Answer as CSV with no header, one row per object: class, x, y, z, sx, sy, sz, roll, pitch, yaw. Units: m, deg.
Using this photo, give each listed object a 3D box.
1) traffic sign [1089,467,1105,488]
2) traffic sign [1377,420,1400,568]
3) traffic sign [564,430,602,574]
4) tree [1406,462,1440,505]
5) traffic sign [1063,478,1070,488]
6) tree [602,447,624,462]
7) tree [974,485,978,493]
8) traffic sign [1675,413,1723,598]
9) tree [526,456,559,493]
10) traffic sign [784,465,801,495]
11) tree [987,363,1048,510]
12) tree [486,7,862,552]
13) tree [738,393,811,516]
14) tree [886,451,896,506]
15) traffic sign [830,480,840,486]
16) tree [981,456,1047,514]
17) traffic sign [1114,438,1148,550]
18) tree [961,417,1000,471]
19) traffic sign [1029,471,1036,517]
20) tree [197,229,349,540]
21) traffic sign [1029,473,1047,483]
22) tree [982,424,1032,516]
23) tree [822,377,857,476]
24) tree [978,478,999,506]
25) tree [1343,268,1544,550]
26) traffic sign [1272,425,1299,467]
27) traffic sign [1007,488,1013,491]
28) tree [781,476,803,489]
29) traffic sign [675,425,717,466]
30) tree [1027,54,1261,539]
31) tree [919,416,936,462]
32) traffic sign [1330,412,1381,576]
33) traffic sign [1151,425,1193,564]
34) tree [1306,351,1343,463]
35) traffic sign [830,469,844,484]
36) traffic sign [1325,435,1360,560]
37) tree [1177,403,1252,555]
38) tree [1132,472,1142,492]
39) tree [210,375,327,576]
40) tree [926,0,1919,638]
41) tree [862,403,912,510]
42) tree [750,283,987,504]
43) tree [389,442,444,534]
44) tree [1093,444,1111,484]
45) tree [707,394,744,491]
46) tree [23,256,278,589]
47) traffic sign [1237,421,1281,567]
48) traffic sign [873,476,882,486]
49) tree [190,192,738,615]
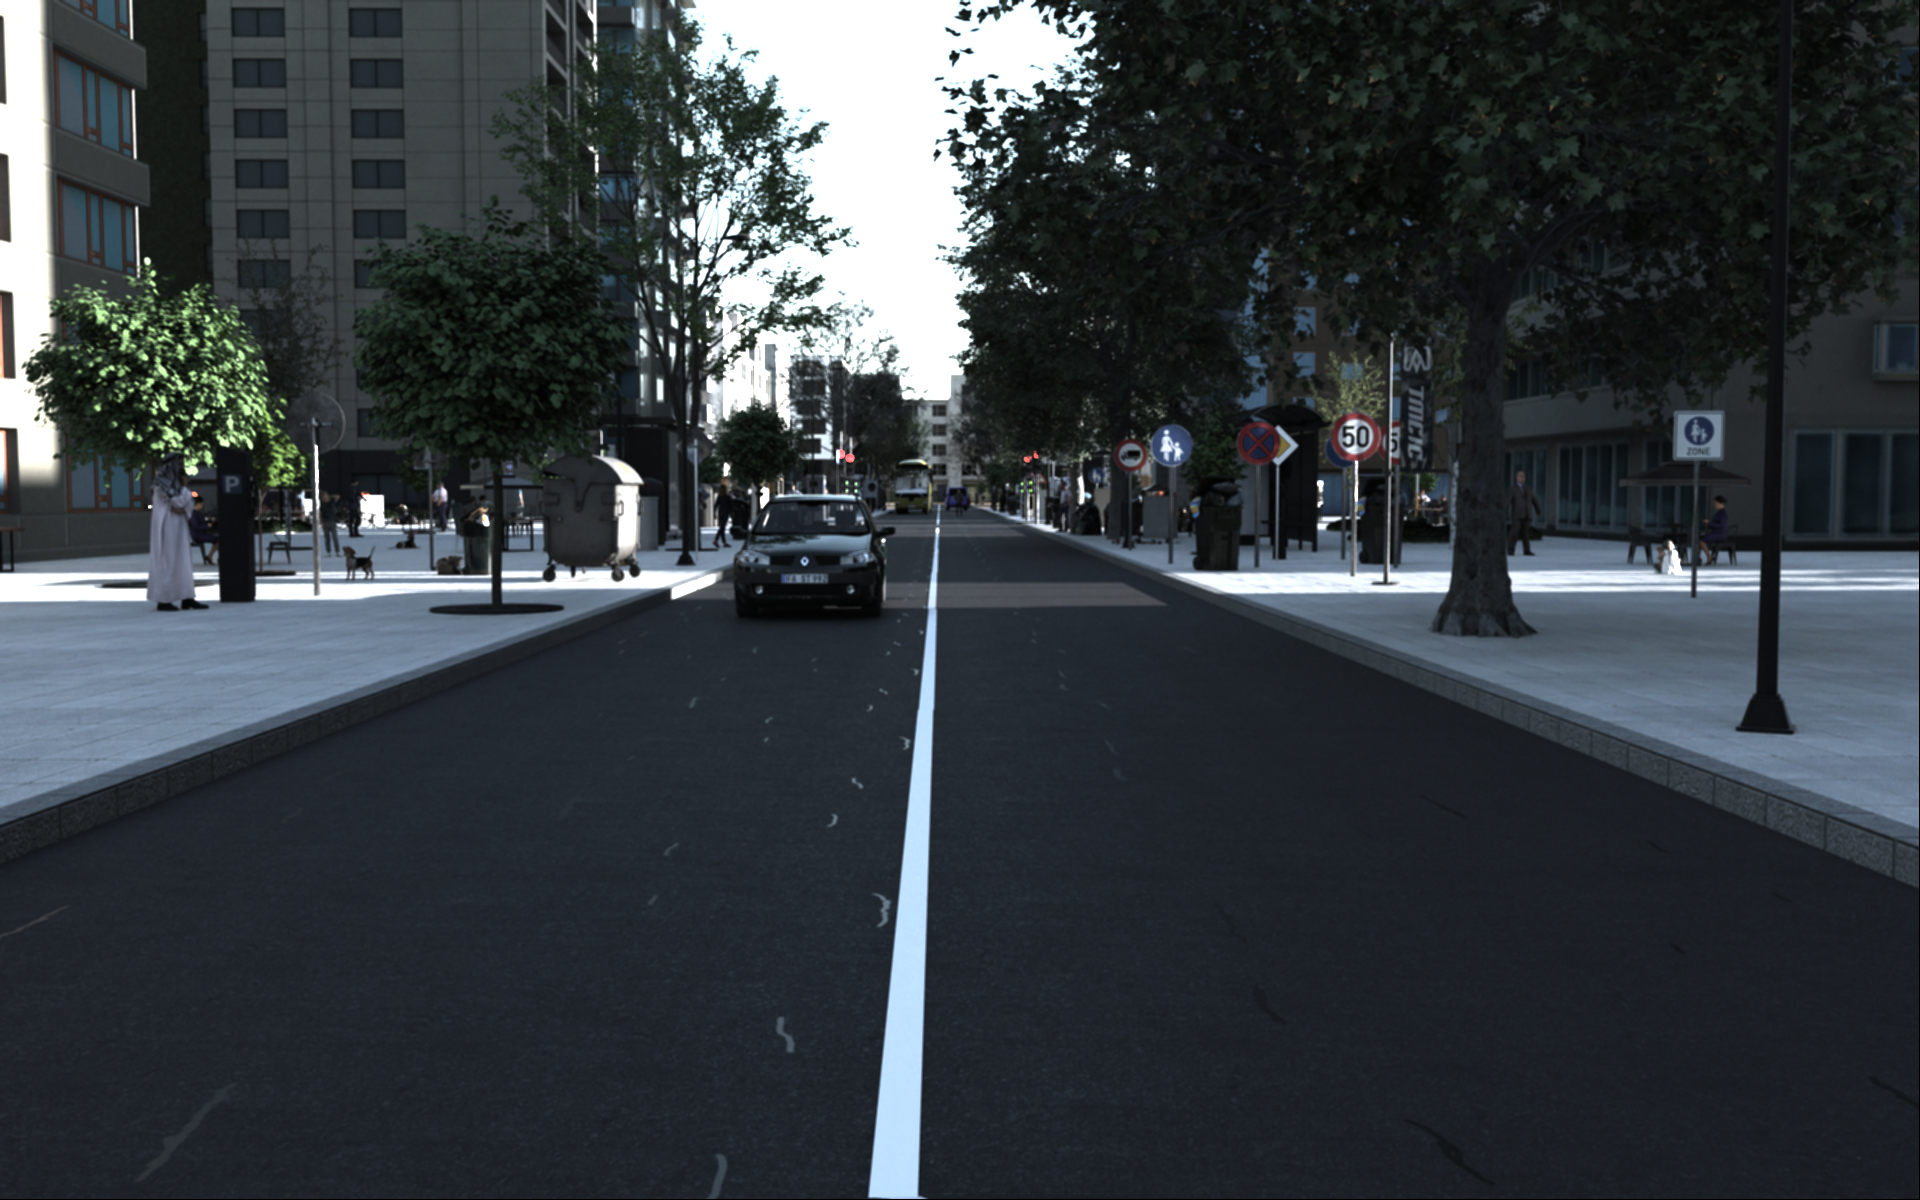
traffic sign,6.531,-5.058,82.812,0.768,2.556,0.104,0,4,5
traffic sign,7.557,-1.826,29.958,0.768,2.556,0.104,0,4,0
traffic sign,-6.061,-1.574,27.871,0.606,2.300,0.079,0,4,3
tree,24.148,-5.833,89.963,1.663,3.219,1.824,0,3,0
traffic sign,6.525,-6.270,104.648,0.606,2.300,0.079,0,4,4
tree,-13.706,-4.354,65.787,1.663,3.219,1.824,0,3,0
tree,2.471,-12.965,206.580,1.663,3.219,1.824,0,3,0
traffic sign,9.093,-1.178,21.398,0.606,2.300,0.079,0,4,1
tree,-19.689,-5.394,82.792,1.663,3.219,1.824,0,3,0
traffic sign,-5.862,-3.568,60.463,0.606,2.300,0.079,0,4,6
tree,3.782,-14.245,143.276,12.009,13.543,11.850,0,3,0
tree,-6.174,-6.906,38.673,9.928,11.665,9.643,0,3,0
tree,-6.569,-4.401,55.675,4.285,4.588,4.351,0,3,0
tree,-7.449,-14.357,185.105,4.737,8.622,4.395,0,3,0
traffic sign,-8.039,-6.872,112.460,0.768,2.556,0.104,0,4,7
tree,4.154,-7.908,113.008,4.285,4.588,4.351,0,3,0
traffic sign,3.889,-2.411,39.525,0.768,2.556,0.104,0,4,2
tree,3.820,-15.156,182.215,8.767,10.594,7.601,3,5,42
traffic sign,4.136,-5.950,97.388,0.768,2.556,0.104,0,4,3
tree,-18.815,-5.963,47.859,4.360,8.622,3.978,0,3,0
traffic sign,3.753,-5.121,83.733,0.884,2.594,0.081,0,4,2
tree,3.566,-9.332,102.937,4.360,8.622,3.978,0,3,0
tree,-7.513,-14.519,154.396,9.611,12.733,9.660,0,3,0
tree,3.500,-12.150,193.249,1.663,3.219,1.824,0,3,0
tree,11.417,-5.480,39.962,4.737,8.622,4.395,0,3,0
traffic sign,6.038,-2.024,32.818,0.795,2.593,0.064,0,4,2
traffic sign,5.066,-9.794,154.003,2.265,3.308,0.079,0,4,1
tree,-11.332,-7.319,114.259,1.663,3.219,1.824,0,3,0
traffic sign,-5.065,-2.045,33.165,0.795,2.593,0.064,0,4,0
tree,4.383,-8.696,48.837,9.857,13.997,8.962,0,3,0
tree,-7.202,-17.630,214.009,9.928,11.665,9.643,0,3,0
traffic sign,6.126,-1.639,26.911,0.768,2.556,0.104,0,4,3
traffic sign,3.883,-1.940,31.828,0.768,2.556,0.104,1,4,9
tree,19.480,-8.354,86.949,4.737,8.622,4.395,0,3,0
traffic sign,-6.237,-5.374,87.977,0.768,2.556,0.104,1,4,9
traffic sign,7.518,-2.067,33.906,0.768,2.556,0.104,0,4,5
tree,5.527,-2.575,36.696,1.663,3.219,1.824,0,3,0
tree,12.864,-8.275,129.904,1.663,3.219,1.824,0,3,0
tree,-10.990,-1.996,27.243,1.663,3.219,1.824,0,3,0
tree,4.781,-6.023,15.483,9.611,12.733,9.660,0,3,0
tree,-6.149,-11.503,138.434,4.360,8.622,3.978,0,3,0
tree,-6.582,-11.599,100.019,12.009,13.543,11.850,0,3,0
tree,-17.397,-3.762,56.114,1.663,3.219,1.824,0,3,0
tree,12.992,-11.896,144.860,4.737,8.622,4.395,0,3,0
tree,-16.531,-10.693,125.188,4.360,8.622,3.978,0,3,0
tree,-11.238,-2.473,24.154,4.285,4.588,4.351,0,3,0
traffic sign,5.202,-1.845,30.275,0.768,2.556,0.104,0,4,0
traffic sign,-5.834,-7.433,121.264,0.795,2.593,0.064,0,4,5
tree,-5.107,-2.152,18.893,4.285,4.588,4.351,0,3,0
